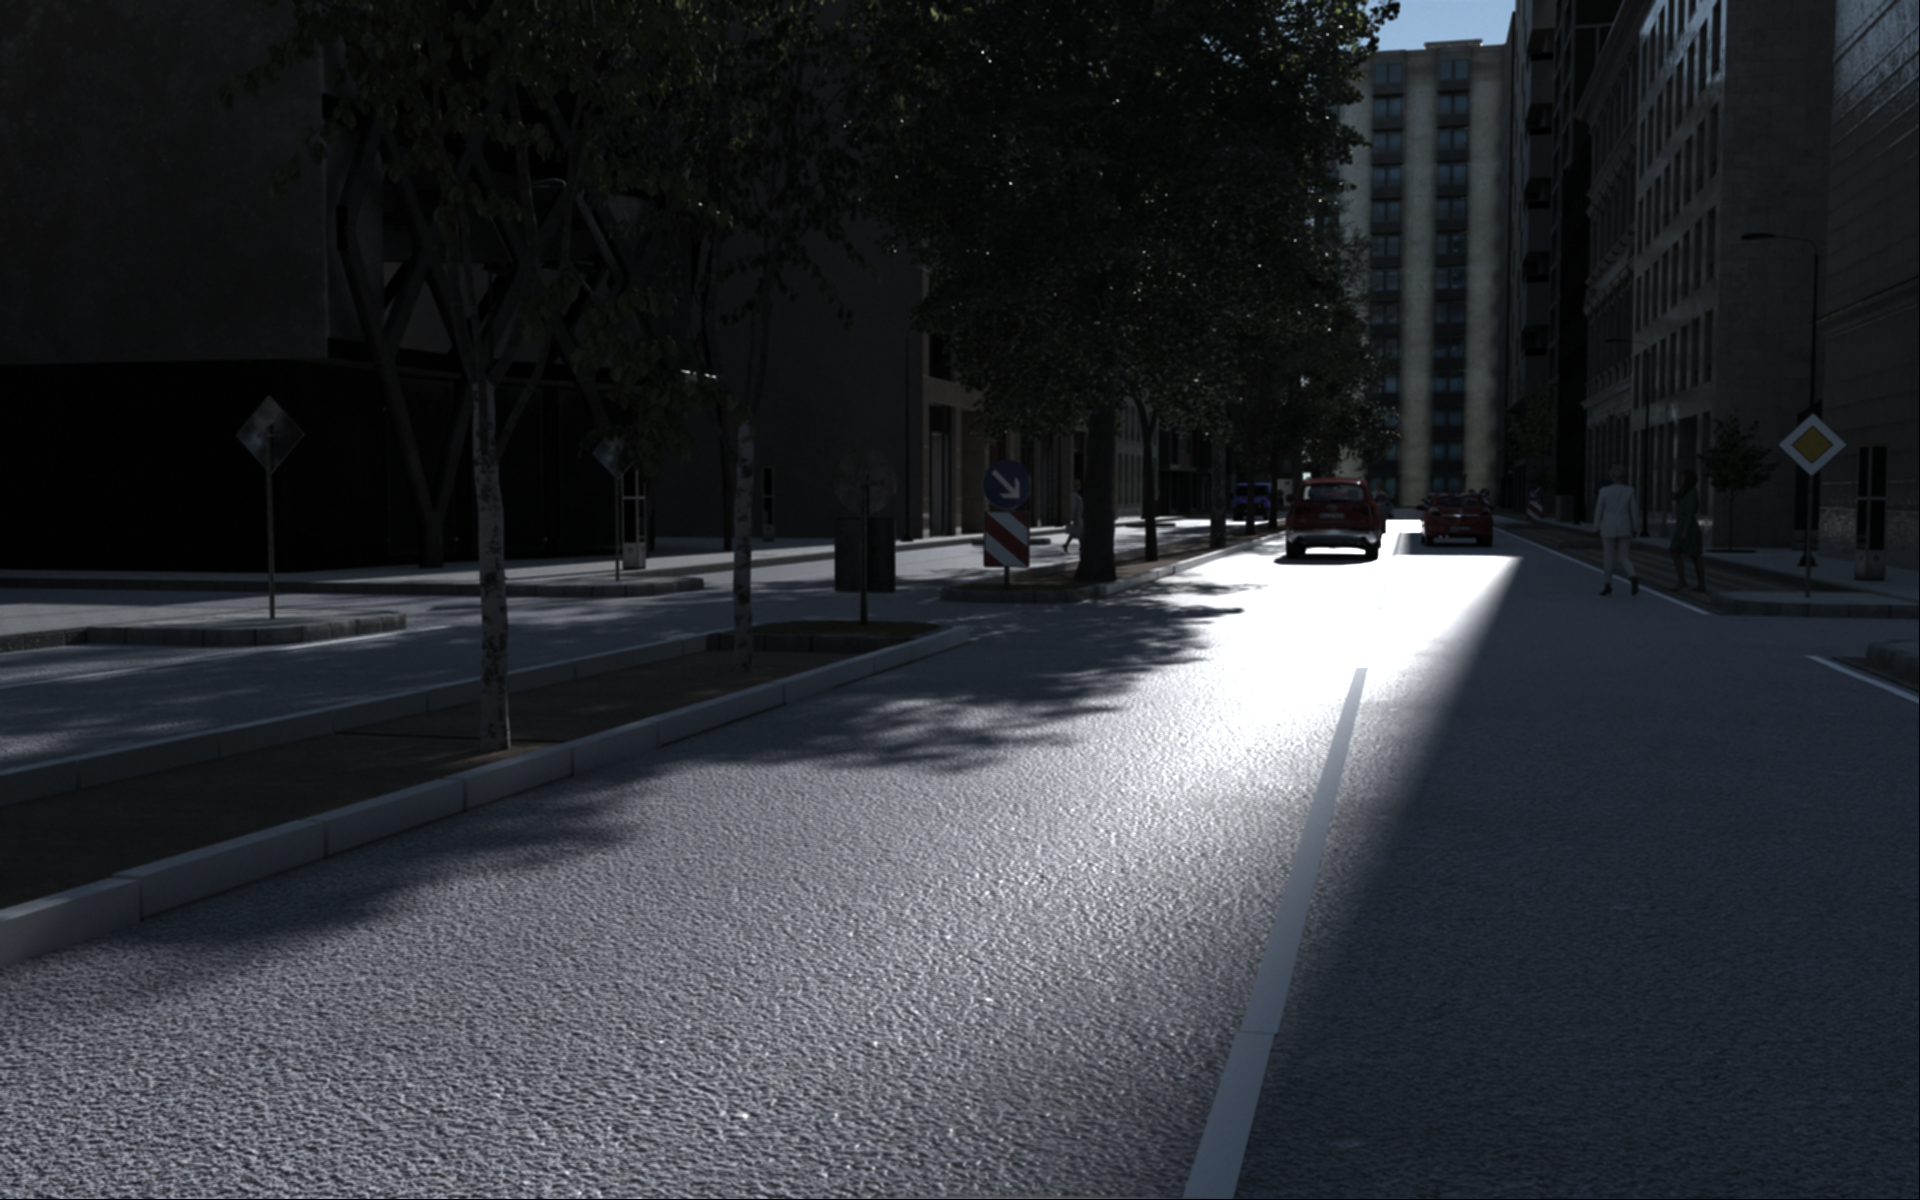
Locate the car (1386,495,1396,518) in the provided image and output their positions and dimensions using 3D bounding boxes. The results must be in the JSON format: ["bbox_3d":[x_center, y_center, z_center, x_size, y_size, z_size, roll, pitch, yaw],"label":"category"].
[{"bbox_3d":[25.018,-5.605,103.637,2.014,1.417,4.499,1,4,16],"label":"car"}]

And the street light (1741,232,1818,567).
[{"bbox_3d":[14.555,-3.562,30.782,1.470,5.913,1.316,1,4,15],"label":"street light"}]

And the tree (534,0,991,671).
[{"bbox_3d":[-1.703,-3.739,13.948,4.360,8.622,3.978,0,3,0],"label":"tree"}]

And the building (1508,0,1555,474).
[{"bbox_3d":[57.805,-33.389,135.147,28.713,52.752,27.495,1,4,15],"label":"building"}]

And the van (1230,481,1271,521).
[{"bbox_3d":[16.018,-5.516,94.565,2.240,2.365,5.245,1,4,14],"label":"van"}]

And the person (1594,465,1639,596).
[{"bbox_3d":[9.200,-0.967,24.194,0.514,1.842,0.818,0,4,-7],"label":"person"}]

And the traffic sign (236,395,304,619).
[{"bbox_3d":[-7.049,-0.860,17.699,0.795,2.450,0.064,1,4,15],"label":"traffic sign"}]

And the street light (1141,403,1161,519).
[{"bbox_3d":[9.908,-7.072,88.160,1.470,5.913,1.316,1,4,15],"label":"street light"}]

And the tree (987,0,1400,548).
[{"bbox_3d":[5.907,-11.518,46.660,12.611,20.169,13.585,0,3,0],"label":"tree"}]

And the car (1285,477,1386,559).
[{"bbox_3d":[8.617,-1.907,39.846,2.281,1.827,5.304,1,4,14],"label":"car"}]

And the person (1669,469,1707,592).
[{"bbox_3d":[10.617,-1.007,25.213,0.529,1.795,0.600,1,4,14],"label":"person"}]

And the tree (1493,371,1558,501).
[{"bbox_3d":[34.153,-9.351,103.255,4.737,8.622,4.395,0,3,0],"label":"tree"}]

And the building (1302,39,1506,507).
[{"bbox_3d":[52.364,-34.637,185.920,30.456,49.044,23.786,1,4,15],"label":"building"}]

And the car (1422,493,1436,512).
[{"bbox_3d":[31.764,-6.472,115.414,1.945,1.707,3.694,1,4,14],"label":"car"}]

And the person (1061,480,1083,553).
[{"bbox_3d":[2.796,-2.032,42.070,0.624,1.780,0.694,1,4,18],"label":"person"}]

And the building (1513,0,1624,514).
[{"bbox_3d":[47.677,-41.198,111.837,20.563,71.187,20.611,1,4,15],"label":"building"}]

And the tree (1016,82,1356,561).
[{"bbox_3d":[4.188,-6.116,36.874,8.767,10.594,7.601,1,4,15],"label":"tree"}]

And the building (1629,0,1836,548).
[{"bbox_3d":[25.200,-11.806,47.776,10.420,20.320,16.860,1,4,15],"label":"building"}]

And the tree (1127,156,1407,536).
[{"bbox_3d":[9.964,-8.935,58.921,12.009,13.543,11.850,0,3,0],"label":"tree"}]

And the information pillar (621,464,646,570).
[{"bbox_3d":[-5.551,-1.527,29.455,0.304,2.012,0.304,1,4,16],"label":"information pillar"}]

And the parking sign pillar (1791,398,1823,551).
[{"bbox_3d":[19.728,-3.110,39.320,1.447,3.967,1.447,3,4,38],"label":"parking sign pillar"}]

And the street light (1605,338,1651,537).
[{"bbox_3d":[19.883,-4.835,51.588,1.470,5.913,1.316,1,4,15],"label":"street light"}]

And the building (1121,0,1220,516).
[{"bbox_3d":[5.321,-28.139,114.695,22.147,44.769,28.867,1,4,15],"label":"building"}]

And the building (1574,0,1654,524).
[{"bbox_3d":[30.313,-14.057,65.981,11.583,22.565,21.152,1,4,15],"label":"building"}]

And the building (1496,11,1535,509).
[{"bbox_3d":[56.672,-31.031,157.473,14.600,45.320,14.200,1,4,15],"label":"building"}]

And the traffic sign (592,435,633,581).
[{"bbox_3d":[-5.035,-1.332,25.427,0.795,2.450,0.064,1,4,15],"label":"traffic sign"}]

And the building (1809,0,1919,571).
[{"bbox_3d":[36.572,-15.024,22.051,44.131,29.872,17.030,1,4,15],"label":"building"}]

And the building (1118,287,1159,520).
[{"bbox_3d":[4.183,-14.483,91.547,10.420,20.320,16.860,1,4,15],"label":"building"}]

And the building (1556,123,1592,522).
[{"bbox_3d":[36.097,-15.528,83.564,12.332,23.373,15.834,1,4,15],"label":"building"}]

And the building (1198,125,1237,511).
[{"bbox_3d":[13.979,-22.223,135.044,14.160,30.474,14.107,1,4,15],"label":"building"}]

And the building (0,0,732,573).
[{"bbox_3d":[-13.819,-10.360,36.832,16.820,18.784,16.811,1,4,15],"label":"building"}]

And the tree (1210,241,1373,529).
[{"bbox_3d":[12.911,-8.709,70.597,9.928,11.665,9.643,0,3,0],"label":"tree"}]

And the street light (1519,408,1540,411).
[{"bbox_3d":[30.825,-7.387,93.325,1.470,5.913,1.316,1,4,15],"label":"street light"}]

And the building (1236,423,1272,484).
[{"bbox_3d":[13.878,-19.501,163.880,28.899,21.520,27.650,1,4,15],"label":"building"}]

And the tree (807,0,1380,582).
[{"bbox_3d":[2.253,-7.282,28.167,9.857,13.997,8.962,0,3,0],"label":"tree"}]

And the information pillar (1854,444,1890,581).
[{"bbox_3d":[13.500,-1.294,25.648,0.304,2.012,0.304,0,4,-5],"label":"information pillar"}]

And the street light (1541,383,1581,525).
[{"bbox_3d":[25.330,-6.118,72.563,1.470,5.913,1.316,1,4,15],"label":"street light"}]

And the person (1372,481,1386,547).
[{"bbox_3d":[11.385,-2.353,47.193,0.478,1.798,0.641,1,4,16],"label":"person"}]

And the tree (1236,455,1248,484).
[{"bbox_3d":[23.200,-9.826,144.373,4.285,4.588,4.351,0,3,0],"label":"tree"}]

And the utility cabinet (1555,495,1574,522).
[{"bbox_3d":[27.684,-4.165,79.267,1.020,1.237,0.306,-3,4,-37],"label":"utility cabinet"}]

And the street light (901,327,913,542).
[{"bbox_3d":[-0.903,-4.526,46.547,1.470,5.913,1.316,1,4,15],"label":"street light"}]

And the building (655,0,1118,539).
[{"bbox_3d":[-6.075,-16.086,67.522,19.350,26.468,34.151,1,4,15],"label":"building"}]

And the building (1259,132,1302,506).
[{"bbox_3d":[29.725,-30.825,187.586,14.086,41.232,14.154,1,4,15],"label":"building"}]

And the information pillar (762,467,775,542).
[{"bbox_3d":[-5.168,-2.586,46.773,0.304,2.012,0.304,0,3,0],"label":"information pillar"}]

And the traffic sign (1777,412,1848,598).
[{"bbox_3d":[10.488,-1.085,21.376,0.795,2.450,0.064,1,4,15],"label":"traffic sign"}]

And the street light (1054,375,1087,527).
[{"bbox_3d":[4.398,-5.799,67.360,1.470,5.913,1.316,1,4,15],"label":"street light"}]

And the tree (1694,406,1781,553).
[{"bbox_3d":[16.971,-2.657,38.046,1.663,3.219,1.824,0,3,0],"label":"tree"}]

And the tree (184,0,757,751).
[{"bbox_3d":[-2.617,-3.447,9.183,4.737,8.622,4.395,0,3,0],"label":"tree"}]

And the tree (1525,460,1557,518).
[{"bbox_3d":[33.064,-6.321,97.958,1.663,3.219,1.824,0,3,0],"label":"tree"}]

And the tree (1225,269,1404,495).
[{"bbox_3d":[16.147,-9.953,82.199,9.611,12.733,9.660,0,3,0],"label":"tree"}]

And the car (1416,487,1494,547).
[{"bbox_3d":[13.979,-2.434,48.831,2.155,1.783,4.494,1,4,13],"label":"car"}]
